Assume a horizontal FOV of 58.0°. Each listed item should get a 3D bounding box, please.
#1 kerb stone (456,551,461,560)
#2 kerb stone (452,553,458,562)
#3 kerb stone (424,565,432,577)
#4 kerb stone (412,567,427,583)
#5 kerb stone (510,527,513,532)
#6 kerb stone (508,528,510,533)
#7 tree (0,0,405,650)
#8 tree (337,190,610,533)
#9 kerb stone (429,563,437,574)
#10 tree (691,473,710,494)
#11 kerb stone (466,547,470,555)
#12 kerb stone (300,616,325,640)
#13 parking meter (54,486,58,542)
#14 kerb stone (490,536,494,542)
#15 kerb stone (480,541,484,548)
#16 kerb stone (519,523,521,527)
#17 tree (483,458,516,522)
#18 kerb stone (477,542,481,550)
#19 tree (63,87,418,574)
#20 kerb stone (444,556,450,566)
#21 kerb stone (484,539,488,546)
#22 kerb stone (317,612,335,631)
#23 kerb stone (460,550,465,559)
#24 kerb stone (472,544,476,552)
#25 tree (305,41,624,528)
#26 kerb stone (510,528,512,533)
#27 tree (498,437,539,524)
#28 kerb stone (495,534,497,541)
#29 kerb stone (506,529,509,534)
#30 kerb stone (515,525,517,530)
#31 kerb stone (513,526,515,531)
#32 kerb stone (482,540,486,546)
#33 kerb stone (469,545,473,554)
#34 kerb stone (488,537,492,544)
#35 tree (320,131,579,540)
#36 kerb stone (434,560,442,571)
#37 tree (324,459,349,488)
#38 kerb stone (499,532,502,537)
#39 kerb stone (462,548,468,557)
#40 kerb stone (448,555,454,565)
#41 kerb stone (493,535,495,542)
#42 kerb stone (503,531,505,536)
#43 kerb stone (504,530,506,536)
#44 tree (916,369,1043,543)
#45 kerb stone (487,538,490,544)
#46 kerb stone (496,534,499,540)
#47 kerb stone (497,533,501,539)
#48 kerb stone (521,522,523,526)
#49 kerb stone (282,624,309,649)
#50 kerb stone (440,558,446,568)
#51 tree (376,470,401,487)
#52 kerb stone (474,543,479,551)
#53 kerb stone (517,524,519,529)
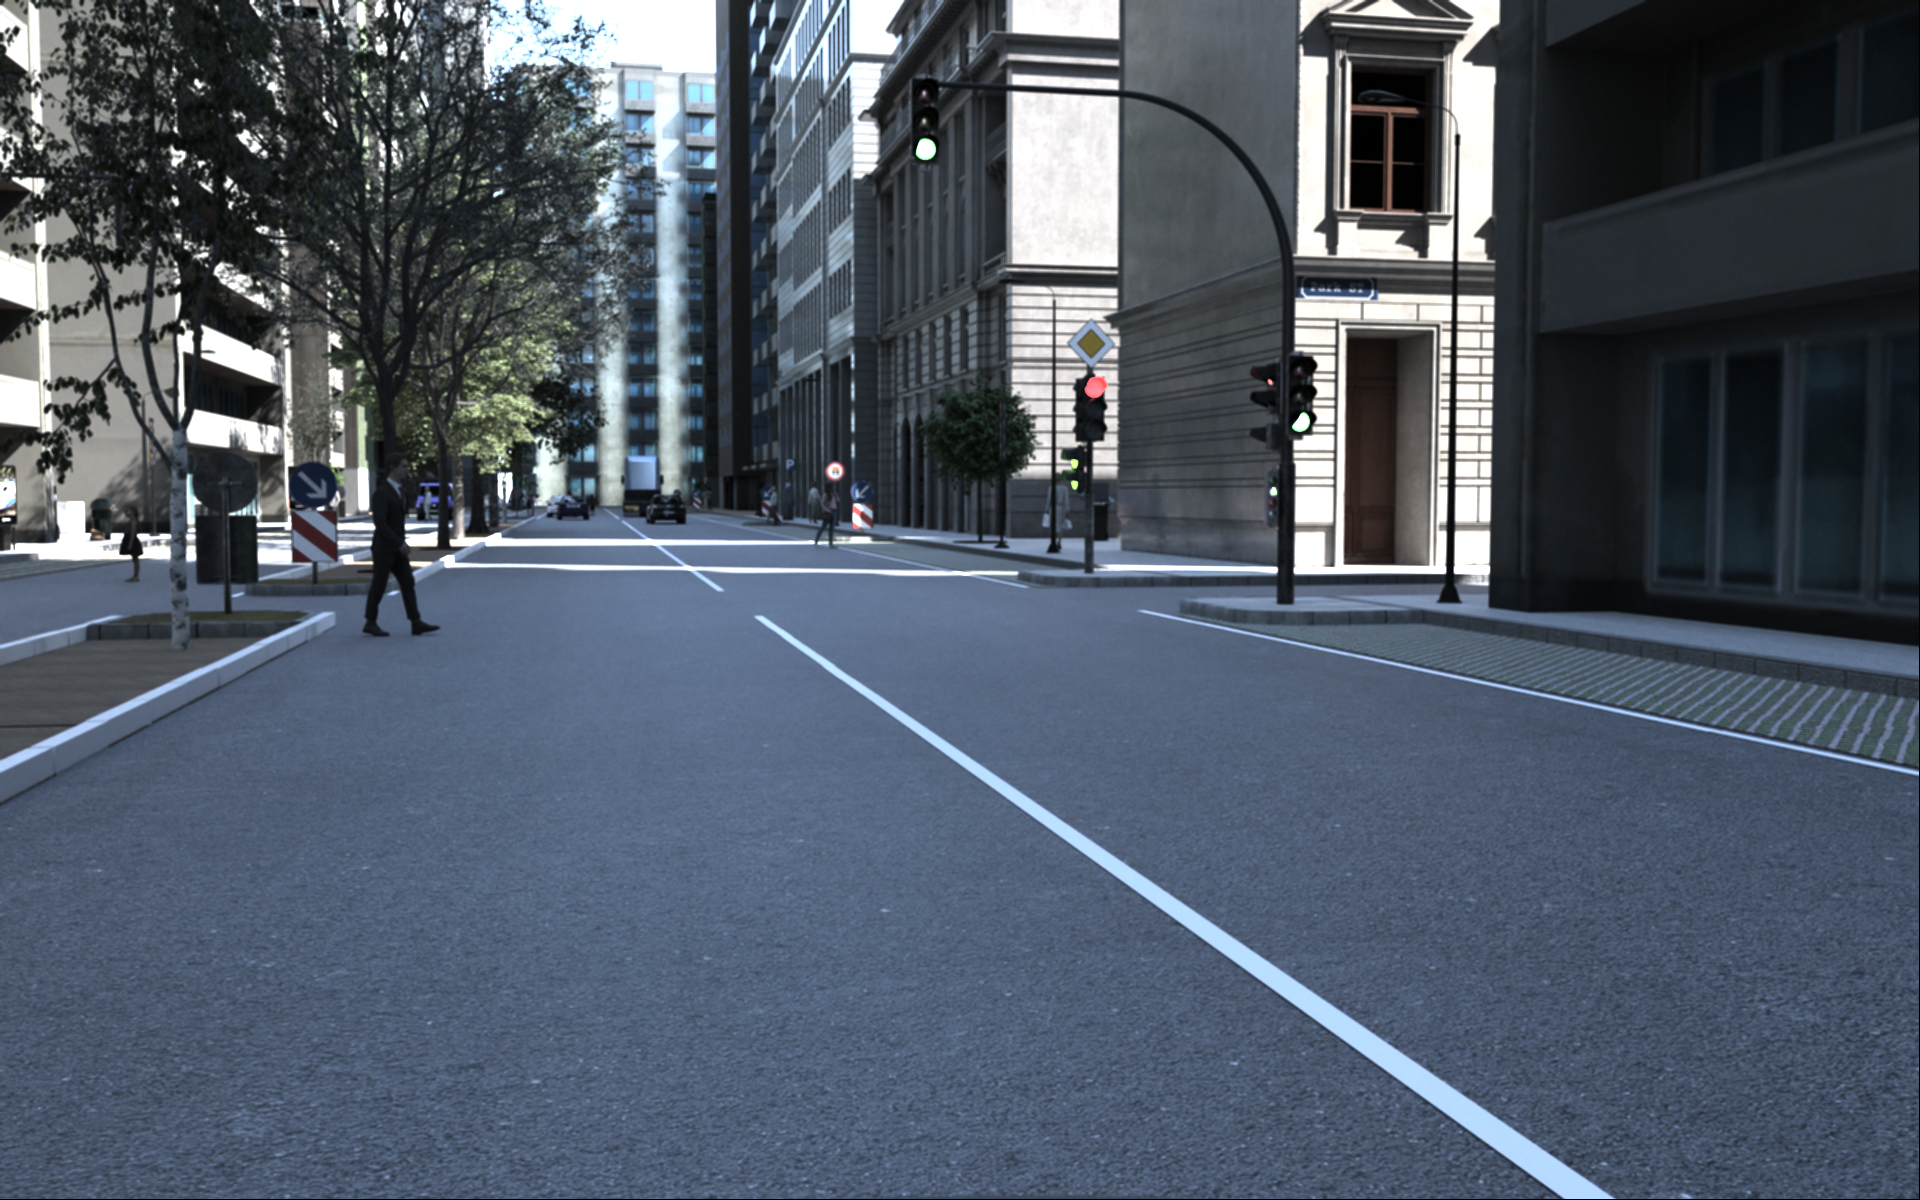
[{"bbox_3d":[-10.752,-0.886,36.818,0.120,0.150,1.000,-1,4,-12],"label":"kerb stone"},{"bbox_3d":[-10.539,-0.832,35.817,0.120,0.150,1.000,-1,4,-12],"label":"kerb stone"},{"bbox_3d":[-9.231,-0.465,29.801,0.120,0.150,1.000,-1,4,-12],"label":"kerb stone"},{"bbox_3d":[-9.014,-0.404,28.797,0.120,0.150,1.000,-1,4,-12],"label":"kerb stone"},{"bbox_3d":[-16.405,-2.486,62.849,0.120,0.150,1.000,-1,4,-12],"label":"kerb stone"},{"bbox_3d":[-15.977,-2.364,60.846,0.120,0.150,1.000,-1,4,-12],"label":"kerb stone"},{"bbox_3d":[-7.219,-3.856,15.873,4.360,8.622,3.978,0,3,0],"label":"tree"},{"bbox_3d":[-17.657,-8.785,63.100,9.611,12.733,9.660,0,3,0],"label":"tree"},{"bbox_3d":[-9.449,-0.526,30.802,0.120,0.150,1.000,-1,4,-12],"label":"kerb stone"},{"bbox_3d":[-23.394,-9.922,156.825,1.663,3.219,1.824,0,3,0],"label":"tree"},{"bbox_3d":[-11.419,-1.077,39.837,0.120,0.150,1.000,-1,4,-12],"label":"kerb stone"},{"bbox_3d":[-6.516,0.300,17.319,0.120,0.150,1.000,-1,4,-12],"label":"kerb stone"},{"bbox_3d":[-24.452,-2.329,46.484,0.372,1.533,0.369,0,3,0],"label":"parking meter"},{"bbox_3d":[-13.576,-1.686,49.838,0.120,0.150,1.000,-1,4,-12],"label":"kerb stone"},{"bbox_3d":[-12.494,-1.383,44.841,0.120,0.150,1.000,-1,4,-12],"label":"kerb stone"},{"bbox_3d":[-18.150,-2.968,70.869,0.120,0.150,1.000,-1,4,-12],"label":"kerb stone"},{"bbox_3d":[-23.056,-8.241,87.567,4.360,8.622,3.978,0,3,0],"label":"tree"},{"bbox_3d":[-12.274,-1.324,43.839,0.120,0.150,1.000,-1,4,-12],"label":"kerb stone"},{"bbox_3d":[-10.284,-7.227,30.994,12.009,13.543,11.850,0,3,0],"label":"tree"},{"bbox_3d":[-10.107,-0.708,33.810,0.120,0.150,1.000,-1,4,-12],"label":"kerb stone"},{"bbox_3d":[-12.932,-1.507,46.838,0.120,0.150,1.000,-1,4,-12],"label":"kerb stone"},{"bbox_3d":[-6.739,0.237,18.317,0.120,0.150,1.000,-1,4,-12],"label":"kerb stone"},{"bbox_3d":[-10.965,-0.949,37.818,0.120,0.150,1.000,-1,4,-12],"label":"kerb stone"},{"bbox_3d":[-11.847,-1.197,41.838,0.120,0.150,1.000,-1,4,-12],"label":"kerb stone"},{"bbox_3d":[-21.169,-13.163,73.562,12.611,20.169,13.585,0,3,0],"label":"tree"},{"bbox_3d":[-16.189,-2.424,61.850,0.120,0.150,1.000,-1,4,-12],"label":"kerb stone"},{"bbox_3d":[-21.901,-7.966,83.069,4.737,8.622,4.395,0,3,0],"label":"tree"},{"bbox_3d":[-14.013,-1.813,51.843,0.120,0.150,1.000,-1,4,-12],"label":"kerb stone"},{"bbox_3d":[-15.750,-2.302,59.845,0.120,0.150,1.000,-1,4,-12],"label":"kerb stone"},{"bbox_3d":[-17.278,-2.732,66.858,0.120,0.150,1.000,-1,4,-12],"label":"kerb stone"},{"bbox_3d":[-16.845,-2.605,64.855,0.120,0.150,1.000,-1,4,-12],"label":"kerb stone"},{"bbox_3d":[-12.714,-1.446,45.839,0.120,0.150,1.000,-1,4,-12],"label":"kerb stone"},{"bbox_3d":[-11.630,-1.140,40.838,0.120,0.150,1.000,-1,4,-12],"label":"kerb stone"},{"bbox_3d":[-13.368,-1.629,48.837,0.120,0.150,1.000,-1,4,-12],"label":"kerb stone"},{"bbox_3d":[-15.755,-8.143,53.727,7.486,12.596,7.792,0,3,0],"label":"tree"},{"bbox_3d":[-9.670,-0.587,31.808,0.120,0.150,1.000,-1,4,-12],"label":"kerb stone"},{"bbox_3d":[-35.203,-6.243,96.668,1.663,3.219,1.824,0,3,0],"label":"tree"},{"bbox_3d":[-14.675,-1.996,54.838,0.120,0.150,1.000,-1,4,-12],"label":"kerb stone"},{"bbox_3d":[-11.184,-1.018,38.834,0.120,0.150,1.000,-1,4,-12],"label":"kerb stone"},{"bbox_3d":[-10.315,-0.770,34.816,0.120,0.150,1.000,-1,4,-12],"label":"kerb stone"},{"bbox_3d":[-13.800,-1.752,50.836,0.120,0.150,1.000,-1,4,-12],"label":"kerb stone"},{"bbox_3d":[-15.107,-2.119,56.845,0.120,0.150,1.000,-1,4,-12],"label":"kerb stone"},{"bbox_3d":[-15.322,-2.180,57.846,0.120,0.150,1.000,-1,4,-12],"label":"kerb stone"},{"bbox_3d":[0.522,-3.794,45.751,4.285,4.588,4.351,0,3,0],"label":"tree"},{"bbox_3d":[-13.142,-1.568,47.840,0.120,0.150,1.000,-1,4,-12],"label":"kerb stone"},{"bbox_3d":[-14.237,-1.874,52.841,0.120,0.150,1.000,-1,4,-12],"label":"kerb stone"},{"bbox_3d":[-14.447,-1.931,53.841,0.120,0.150,1.000,-1,4,-12],"label":"kerb stone"},{"bbox_3d":[-18.589,-3.100,72.884,0.120,0.150,1.000,-1,4,-12],"label":"kerb stone"},{"bbox_3d":[-6.303,0.361,16.311,0.120,0.150,1.000,-1,4,-12],"label":"kerb stone"},{"bbox_3d":[-9.890,-0.645,32.807,0.120,0.150,1.000,-1,4,-12],"label":"kerb stone"},{"bbox_3d":[-39.088,-7.577,118.480,1.663,3.219,1.824,0,3,0],"label":"tree"},{"bbox_3d":[-12.057,-1.262,42.839,0.120,0.150,1.000,-1,4,-12],"label":"kerb stone"},{"bbox_3d":[-17.710,-2.851,68.859,0.120,0.150,1.000,-1,4,-12],"label":"kerb stone"}]
